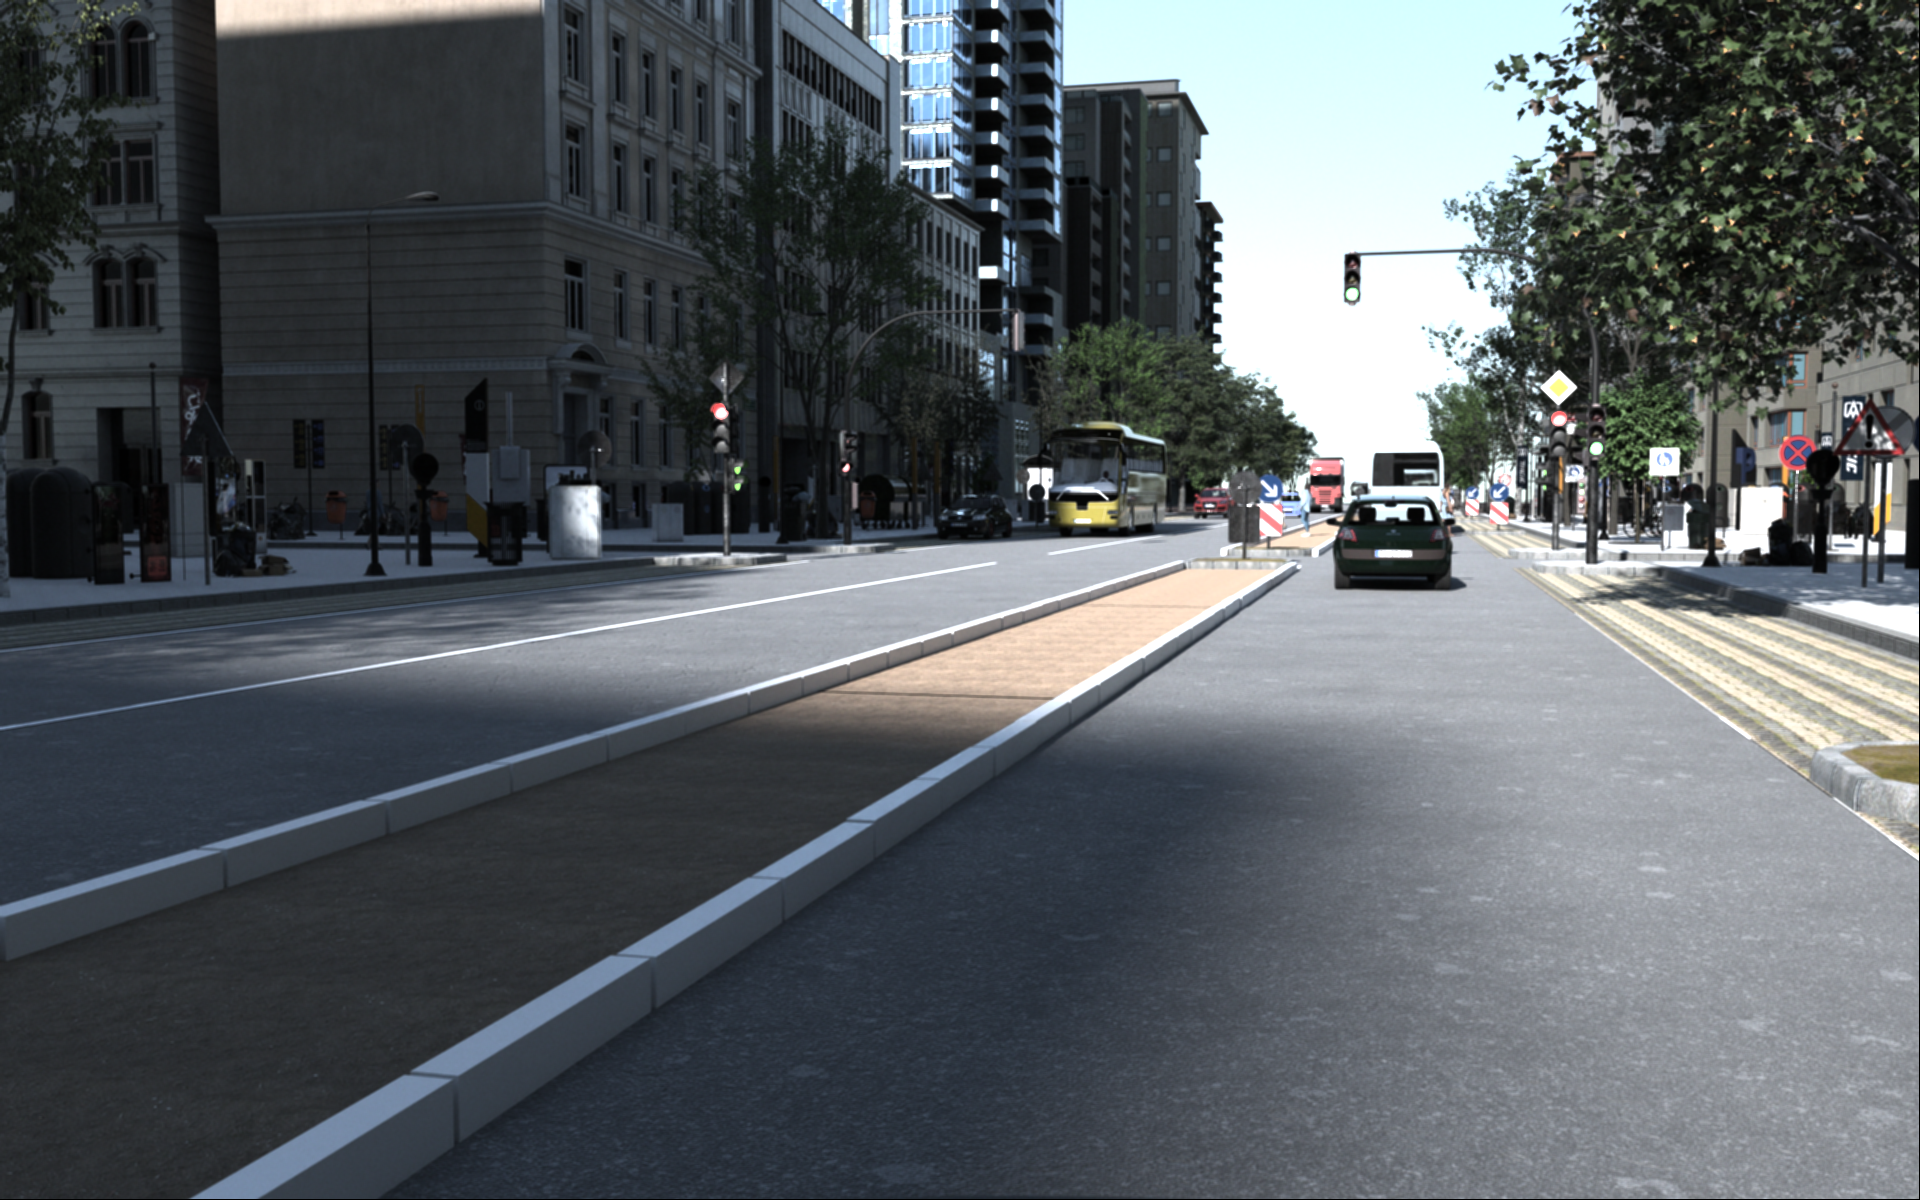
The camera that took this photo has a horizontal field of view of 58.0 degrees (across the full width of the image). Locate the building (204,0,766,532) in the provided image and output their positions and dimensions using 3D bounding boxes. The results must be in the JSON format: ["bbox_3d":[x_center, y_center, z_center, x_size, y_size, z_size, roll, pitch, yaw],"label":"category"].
[{"bbox_3d":[-17.300,-17.252,67.982,13.634,28.700,20.117,1,4,14],"label":"building"}]

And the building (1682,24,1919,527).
[{"bbox_3d":[53.069,-14.736,85.971,27.650,21.520,28.899,1,4,14],"label":"building"}]

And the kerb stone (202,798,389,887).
[{"bbox_3d":[-2.580,0.944,6.759,0.120,0.150,1.000,1,4,14],"label":"kerb stone"}]

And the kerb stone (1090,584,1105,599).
[{"bbox_3d":[1.802,-0.085,23.660,0.120,0.150,1.000,1,4,14],"label":"kerb stone"}]

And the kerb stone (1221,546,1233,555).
[{"bbox_3d":[6.313,-1.151,41.074,0.120,0.150,1.000,1,4,14],"label":"kerb stone"}]

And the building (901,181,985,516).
[{"bbox_3d":[-5.370,-15.691,105.692,9.793,20.994,18.267,1,4,14],"label":"building"}]

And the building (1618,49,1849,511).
[{"bbox_3d":[67.273,-26.757,129.359,32.217,40.220,23.993,1,4,14],"label":"building"}]

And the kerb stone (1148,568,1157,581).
[{"bbox_3d":[3.090,-0.391,28.627,0.120,0.150,1.000,1,4,14],"label":"kerb stone"}]

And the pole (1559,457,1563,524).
[{"bbox_3d":[25.738,-4.919,74.273,0.158,3.312,0.155,0,3,0],"label":"pole"}]

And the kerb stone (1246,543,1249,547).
[{"bbox_3d":[7.335,-1.396,45.038,0.120,0.150,1.000,1,4,14],"label":"kerb stone"}]

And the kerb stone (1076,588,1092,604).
[{"bbox_3d":[1.541,-0.022,22.662,0.120,0.150,1.000,1,4,14],"label":"kerb stone"}]

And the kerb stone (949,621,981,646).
[{"bbox_3d":[0.004,0.336,16.703,0.120,0.150,1.000,1,4,14],"label":"kerb stone"}]

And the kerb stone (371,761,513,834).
[{"bbox_3d":[-2.318,0.883,7.752,0.120,0.150,1.000,1,4,14],"label":"kerb stone"}]

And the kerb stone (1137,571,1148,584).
[{"bbox_3d":[2.834,-0.333,27.637,0.120,0.150,1.000,1,4,14],"label":"kerb stone"}]

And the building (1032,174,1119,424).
[{"bbox_3d":[6.426,-23.645,158.297,14.160,30.474,14.107,1,4,14],"label":"building"}]

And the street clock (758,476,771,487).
[{"bbox_3d":[-7.967,-4.039,70.605,0.471,2.002,0.358,-2,4,-25],"label":"street clock"}]

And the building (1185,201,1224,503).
[{"bbox_3d":[26.662,-36.679,254.329,22.147,44.769,28.867,1,4,14],"label":"building"}]

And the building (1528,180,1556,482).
[{"bbox_3d":[93.074,-38.184,243.919,23.786,49.044,30.456,1,4,14],"label":"building"}]

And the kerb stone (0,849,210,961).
[{"bbox_3d":[-2.836,1.007,5.769,0.120,0.150,1.000,1,4,14],"label":"kerb stone"}]

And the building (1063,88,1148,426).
[{"bbox_3d":[10.491,-29.838,171.452,14.154,41.232,14.086,1,4,14],"label":"building"}]

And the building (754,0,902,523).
[{"bbox_3d":[-11.537,-16.480,87.477,12.078,24.808,19.932,1,4,14],"label":"building"}]

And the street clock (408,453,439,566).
[{"bbox_3d":[-9.518,-1.602,30.771,0.471,2.002,0.358,-3,4,-37],"label":"street clock"}]

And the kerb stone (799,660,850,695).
[{"bbox_3d":[-1.038,0.582,12.719,0.120,0.150,1.000,1,4,14],"label":"kerb stone"}]

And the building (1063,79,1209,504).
[{"bbox_3d":[16.861,-39.041,227.561,28.713,52.752,27.495,1,4,14],"label":"building"}]

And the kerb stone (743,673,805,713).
[{"bbox_3d":[-1.295,0.640,11.727,0.120,0.150,1.000,1,4,14],"label":"kerb stone"}]

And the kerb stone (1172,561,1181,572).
[{"bbox_3d":[3.860,-0.576,31.611,0.120,0.150,1.000,1,4,14],"label":"kerb stone"}]

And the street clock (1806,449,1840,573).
[{"bbox_3d":[13.958,-1.437,28.064,0.471,2.002,0.358,1,4,16],"label":"street clock"}]

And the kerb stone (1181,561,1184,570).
[{"bbox_3d":[4.116,-0.637,32.603,0.120,0.150,1.000,1,4,14],"label":"kerb stone"}]

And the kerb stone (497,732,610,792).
[{"bbox_3d":[-2.063,0.822,8.750,0.120,0.150,1.000,1,4,14],"label":"kerb stone"}]

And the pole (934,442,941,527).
[{"bbox_3d":[-0.922,-4.512,67.622,0.158,3.312,0.155,0,3,0],"label":"pole"}]

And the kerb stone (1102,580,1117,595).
[{"bbox_3d":[2.055,-0.150,24.650,0.120,0.150,1.000,1,4,14],"label":"kerb stone"}]

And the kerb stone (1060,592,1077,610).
[{"bbox_3d":[1.286,0.035,21.666,0.120,0.150,1.000,1,4,14],"label":"kerb stone"}]

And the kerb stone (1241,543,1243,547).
[{"bbox_3d":[7.083,-1.337,44.048,0.120,0.150,1.000,1,4,14],"label":"kerb stone"}]

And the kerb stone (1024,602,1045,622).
[{"bbox_3d":[0.777,0.159,19.684,0.120,0.150,1.000,1,4,14],"label":"kerb stone"}]

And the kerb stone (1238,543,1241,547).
[{"bbox_3d":[6.825,-1.276,43.054,0.120,0.150,1.000,1,4,14],"label":"kerb stone"}]

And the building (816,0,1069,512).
[{"bbox_3d":[-3.283,-50.347,135.840,22.319,86.520,31.000,1,4,14],"label":"building"}]

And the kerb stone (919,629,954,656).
[{"bbox_3d":[-0.259,0.399,15.692,0.120,0.150,1.000,1,4,14],"label":"kerb stone"}]

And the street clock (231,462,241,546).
[{"bbox_3d":[-15.906,-2.032,37.800,0.358,2.002,0.471,0,4,5],"label":"street clock"}]

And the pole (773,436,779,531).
[{"bbox_3d":[-6.467,-4.103,60.922,0.158,3.312,0.155,0,3,0],"label":"pole"}]

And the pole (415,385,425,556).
[{"bbox_3d":[-10.106,-2.364,32.492,0.158,3.312,0.155,0,3,0],"label":"pole"}]

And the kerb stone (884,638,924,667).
[{"bbox_3d":[-0.520,0.458,14.699,0.120,0.150,1.000,1,4,14],"label":"kerb stone"}]

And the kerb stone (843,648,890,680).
[{"bbox_3d":[-0.779,0.520,13.710,0.120,0.150,1.000,1,4,14],"label":"kerb stone"}]

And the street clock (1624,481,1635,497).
[{"bbox_3d":[30.312,-4.520,78.468,0.471,2.002,0.358,1,4,18],"label":"street clock"}]

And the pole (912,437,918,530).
[{"bbox_3d":[-1.631,-4.189,62.333,0.158,3.312,0.155,0,3,0],"label":"pole"}]

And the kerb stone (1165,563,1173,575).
[{"bbox_3d":[3.603,-0.511,30.617,0.120,0.150,1.000,1,4,14],"label":"kerb stone"}]

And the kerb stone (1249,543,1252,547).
[{"bbox_3d":[7.599,-1.458,46.027,0.120,0.150,1.000,1,4,14],"label":"kerb stone"}]

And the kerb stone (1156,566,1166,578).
[{"bbox_3d":[3.355,-0.454,29.624,0.120,0.150,1.000,1,4,14],"label":"kerb stone"}]

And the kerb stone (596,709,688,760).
[{"bbox_3d":[-1.803,0.762,9.739,0.120,0.150,1.000,1,4,14],"label":"kerb stone"}]

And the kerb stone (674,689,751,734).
[{"bbox_3d":[-1.553,0.701,10.731,0.120,0.150,1.000,1,4,14],"label":"kerb stone"}]

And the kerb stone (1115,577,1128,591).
[{"bbox_3d":[2.315,-0.211,25.647,0.120,0.150,1.000,1,4,14],"label":"kerb stone"}]

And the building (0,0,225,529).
[{"bbox_3d":[-36.558,-17.234,69.158,23.554,28.519,14.401,1,4,14],"label":"building"}]

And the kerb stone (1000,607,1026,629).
[{"bbox_3d":[0.517,0.214,18.694,0.120,0.150,1.000,1,4,14],"label":"kerb stone"}]

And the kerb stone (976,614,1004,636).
[{"bbox_3d":[0.254,0.277,17.702,0.120,0.150,1.000,1,4,14],"label":"kerb stone"}]

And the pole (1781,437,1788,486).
[{"bbox_3d":[29.295,-4.142,61.564,0.158,3.312,0.155,0,3,0],"label":"pole"}]

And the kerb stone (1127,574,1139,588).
[{"bbox_3d":[2.577,-0.272,26.647,0.120,0.150,1.000,1,4,14],"label":"kerb stone"}]

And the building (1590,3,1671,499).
[{"bbox_3d":[71.932,-34.561,154.315,28.713,52.752,27.495,1,4,14],"label":"building"}]

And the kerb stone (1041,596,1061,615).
[{"bbox_3d":[1.023,0.093,20.676,0.120,0.150,1.000,1,4,14],"label":"kerb stone"}]

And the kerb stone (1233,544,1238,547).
[{"bbox_3d":[6.571,-1.215,42.063,0.120,0.150,1.000,1,4,14],"label":"kerb stone"}]

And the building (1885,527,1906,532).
[{"bbox_3d":[46.333,-12.844,55.045,28.899,21.520,27.650,1,4,14],"label":"building"}]

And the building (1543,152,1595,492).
[{"bbox_3d":[84.942,-34.309,215.569,22.147,44.769,28.867,1,4,14],"label":"building"}]
